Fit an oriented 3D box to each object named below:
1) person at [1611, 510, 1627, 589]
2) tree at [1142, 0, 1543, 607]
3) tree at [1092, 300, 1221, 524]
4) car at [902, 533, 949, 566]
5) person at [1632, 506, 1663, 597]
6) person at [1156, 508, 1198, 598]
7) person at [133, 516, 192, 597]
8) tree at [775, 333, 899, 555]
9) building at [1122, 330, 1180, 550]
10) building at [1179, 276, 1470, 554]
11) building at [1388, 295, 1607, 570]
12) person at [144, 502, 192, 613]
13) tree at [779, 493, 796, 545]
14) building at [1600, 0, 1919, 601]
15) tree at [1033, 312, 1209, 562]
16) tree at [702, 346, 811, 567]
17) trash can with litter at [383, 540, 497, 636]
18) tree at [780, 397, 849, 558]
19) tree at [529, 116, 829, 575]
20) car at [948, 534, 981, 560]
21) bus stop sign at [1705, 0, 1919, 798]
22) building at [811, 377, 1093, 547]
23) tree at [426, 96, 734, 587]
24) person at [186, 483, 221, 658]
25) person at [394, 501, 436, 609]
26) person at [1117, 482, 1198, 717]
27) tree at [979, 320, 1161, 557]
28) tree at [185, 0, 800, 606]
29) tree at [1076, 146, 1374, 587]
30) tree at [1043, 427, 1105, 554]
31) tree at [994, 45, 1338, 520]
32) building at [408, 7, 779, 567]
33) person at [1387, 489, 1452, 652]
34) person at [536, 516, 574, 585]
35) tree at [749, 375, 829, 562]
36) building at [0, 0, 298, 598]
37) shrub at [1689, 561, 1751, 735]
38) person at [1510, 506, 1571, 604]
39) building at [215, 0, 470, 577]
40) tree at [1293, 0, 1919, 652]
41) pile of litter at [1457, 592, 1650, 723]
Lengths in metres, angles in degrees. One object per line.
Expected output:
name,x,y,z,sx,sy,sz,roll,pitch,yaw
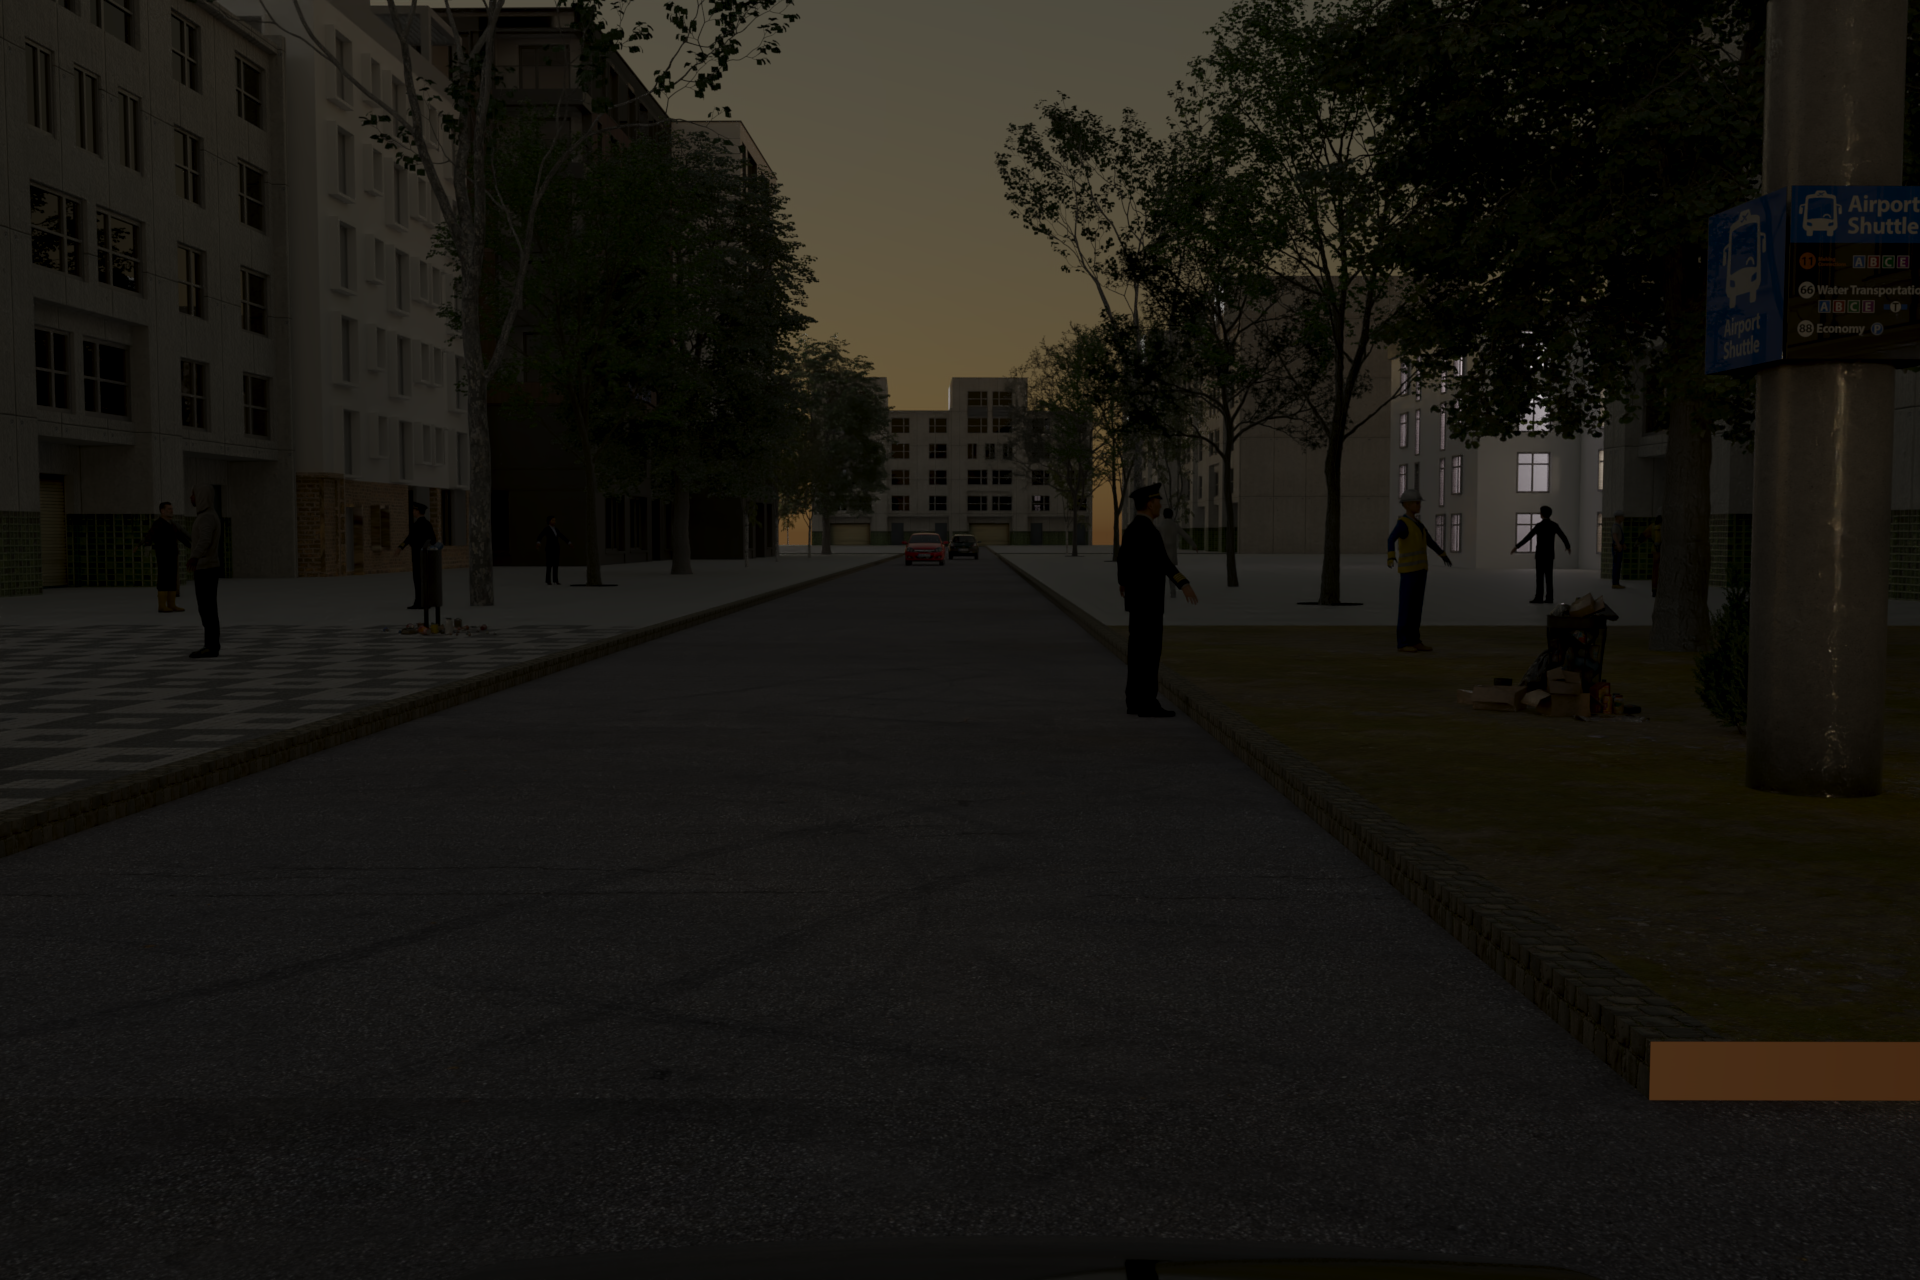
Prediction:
person,15.483,-2.130,40.690,0.705,1.847,1.347,2,4,25
tree,6.770,-6.424,30.781,9.928,11.665,9.643,0,3,0
tree,6.849,-6.324,53.766,4.360,8.622,3.978,0,3,0
car,-1.599,-4.343,80.051,2.155,1.783,4.494,0,4,0
person,14.236,-1.792,35.069,0.705,1.858,1.354,-3,5,-43
person,4.166,-1.755,34.873,1.347,1.806,0.705,-1,4,-10
person,-16.076,-1.769,35.190,0.705,1.796,1.348,3,5,44
tree,-8.470,-12.333,108.299,9.857,13.997,8.962,0,3,0
building,24.695,-17.876,158.735,16.747,18.905,31.486,0,3,0
building,26.455,-15.947,127.185,16.747,18.905,31.486,0,4,0
building,23.467,-7.428,63.598,9.099,9.664,28.070,0,4,1
person,-12.971,-1.361,28.390,0.704,1.812,1.346,1,4,10
tree,-19.774,-15.040,196.269,4.737,8.622,4.395,0,3,0
building,26.636,-10.215,33.477,16.747,18.905,31.486,0,4,1
tree,7.406,-9.436,80.029,9.928,11.665,9.643,0,3,0
tree,-7.978,-7.102,66.484,4.737,8.622,4.395,0,3,0
trash can with litter,-6.739,-0.720,22.823,1.678,1.210,2.233,0,4,0
tree,-8.194,-8.743,93.317,4.360,8.622,3.978,0,3,0
tree,-8.831,-9.064,54.854,9.857,13.997,8.962,0,3,0
car,0.208,-5.419,98.393,2.009,1.686,4.222,0,4,1
bus stop sign,4.293,-1.198,8.605,0.837,3.901,0.837,0,4,-1
building,-1.115,-20.373,202.007,31.486,18.905,16.747,0,4,-2
tree,-9.131,-7.122,42.203,9.928,11.665,9.643,0,3,0
person,-7.889,-0.729,18.048,0.705,1.813,1.348,-1,4,-20
person,-9.253,-1.450,29.635,0.705,1.837,1.347,1,4,10
person,1.491,-0.322,13.664,0.705,1.837,1.347,-1,4,-17
tree,6.635,-11.511,98.581,12.009,13.543,11.850,0,3,0
tree,-8.780,-10.584,28.931,12.611,20.169,13.585,0,3,0
tree,6.312,-6.577,41.943,7.601,10.594,8.767,0,4,4
tree,6.963,-9.785,110.348,4.737,8.622,4.395,0,3,0
tree,8.253,-12.891,66.654,12.611,20.169,13.585,0,3,0
building,-24.784,-14.685,84.079,27.936,21.610,32.646,0,4,1
person,4.991,-0.758,18.864,1.216,1.772,0.721,-3,5,-44
person,-10.221,-2.259,43.654,0.721,1.740,1.216,2,4,34
tree,-8.603,-7.868,79.001,4.360,8.622,3.978,0,3,0
building,-27.770,-10.273,34.424,16.747,18.905,31.486,0,3,0
shrub,5.162,0.007,11.002,1.383,1.207,1.383,0,3,0
person,10.802,-1.582,32.053,1.347,1.806,0.705,-1,4,-21
building,-23.591,-12.014,52.844,16.016,20.090,11.380,0,4,-1
tree,7.937,-6.862,18.846,9.857,13.997,8.962,0,3,0
pile of litter,4.291,0.084,12.589,1.176,0.858,1.719,0,4,0
